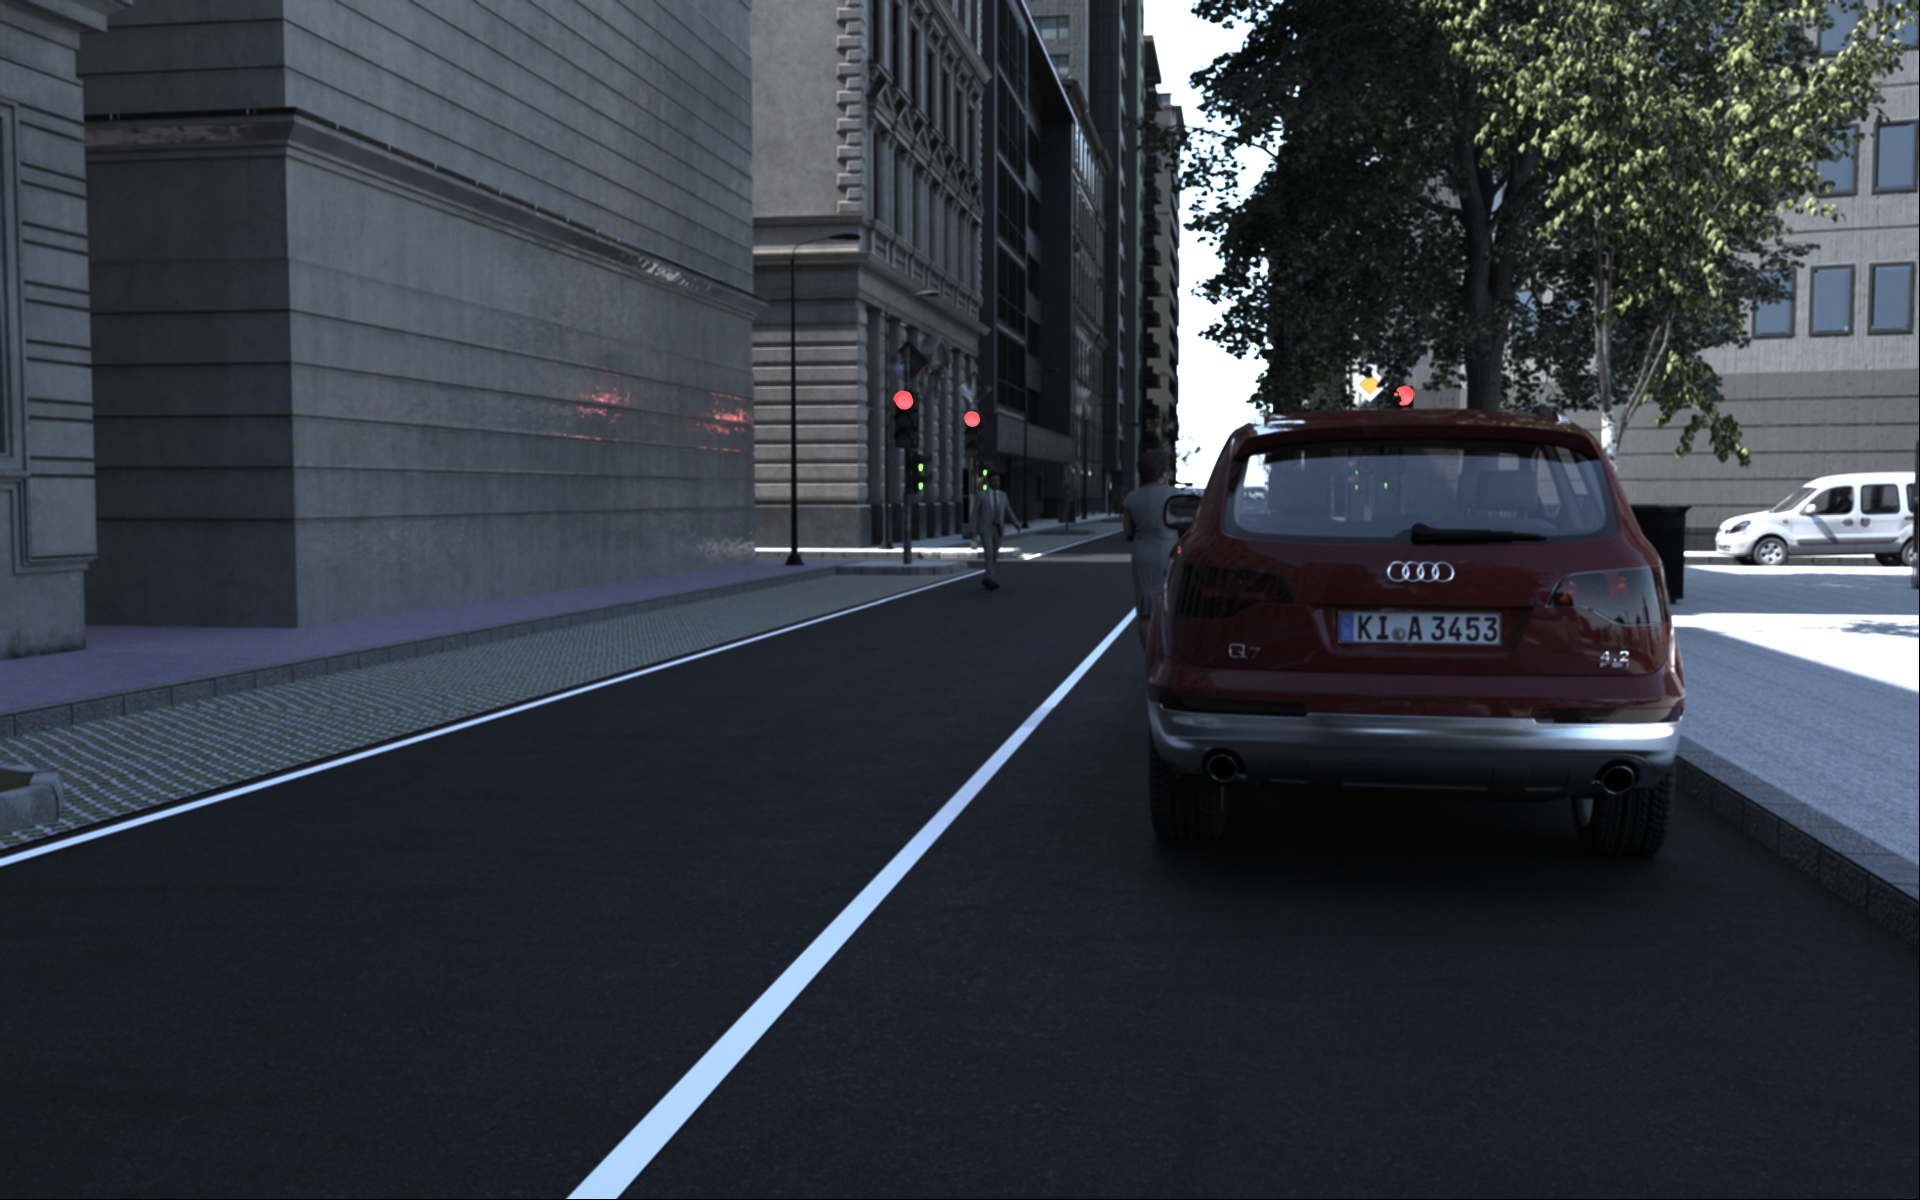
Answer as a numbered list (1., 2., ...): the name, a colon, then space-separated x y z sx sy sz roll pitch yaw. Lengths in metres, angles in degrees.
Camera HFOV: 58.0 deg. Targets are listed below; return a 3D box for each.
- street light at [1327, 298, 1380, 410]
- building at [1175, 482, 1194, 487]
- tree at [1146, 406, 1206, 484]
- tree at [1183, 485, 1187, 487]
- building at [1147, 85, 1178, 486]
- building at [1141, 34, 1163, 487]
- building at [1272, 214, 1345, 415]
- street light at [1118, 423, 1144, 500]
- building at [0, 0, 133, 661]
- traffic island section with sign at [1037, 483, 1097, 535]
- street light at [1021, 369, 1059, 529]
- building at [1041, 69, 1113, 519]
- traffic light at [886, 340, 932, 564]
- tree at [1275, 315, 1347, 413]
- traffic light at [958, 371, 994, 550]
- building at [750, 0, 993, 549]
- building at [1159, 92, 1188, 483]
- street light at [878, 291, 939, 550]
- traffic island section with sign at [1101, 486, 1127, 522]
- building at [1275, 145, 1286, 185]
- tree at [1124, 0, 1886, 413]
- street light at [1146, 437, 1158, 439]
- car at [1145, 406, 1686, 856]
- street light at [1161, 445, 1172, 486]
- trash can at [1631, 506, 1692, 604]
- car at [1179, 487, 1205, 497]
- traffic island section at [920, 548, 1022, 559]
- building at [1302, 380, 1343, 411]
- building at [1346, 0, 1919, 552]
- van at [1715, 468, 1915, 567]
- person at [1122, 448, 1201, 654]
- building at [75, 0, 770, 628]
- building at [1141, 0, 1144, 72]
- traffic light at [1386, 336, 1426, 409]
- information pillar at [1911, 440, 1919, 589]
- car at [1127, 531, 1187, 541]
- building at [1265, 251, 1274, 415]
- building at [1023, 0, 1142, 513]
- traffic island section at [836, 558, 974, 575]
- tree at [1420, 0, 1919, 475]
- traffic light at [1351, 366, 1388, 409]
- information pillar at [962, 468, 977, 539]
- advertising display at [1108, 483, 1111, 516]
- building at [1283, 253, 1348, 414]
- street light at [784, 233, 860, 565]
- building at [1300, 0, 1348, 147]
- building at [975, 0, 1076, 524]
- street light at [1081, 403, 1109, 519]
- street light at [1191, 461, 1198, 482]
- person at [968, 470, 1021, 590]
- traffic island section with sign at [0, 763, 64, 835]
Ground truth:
1. street light: 9.158 -4.144 40.288 1.470 5.913 1.316 1 4 9
2. building: 18.809 -34.726 259.647 32.217 40.220 23.993 1 4 9
3. tree: 21.782 -15.174 182.503 8.767 10.594 7.601 1 4 13
4. tree: 35.639 -16.975 272.139 1.663 3.219 1.824 0 3 0
5. building: 14.985 -35.784 208.769 21.300 48.544 21.600 1 4 9
6. building: 7.773 -31.227 165.189 22.147 44.769 28.867 1 4 9
7. building: 35.825 -23.691 159.046 14.160 30.474 14.107 1 4 9
8. street light: 11.337 -8.751 115.616 1.470 5.913 1.316 1 4 9
9. building: -13.670 -10.315 4.809 11.583 22.565 21.152 1 4 9
10. traffic island section with sign: 3.805 -3.207 61.063 1.989 1.847 2.006 1 4 9
11. street light: 2.965 -5.616 64.364 1.470 5.913 1.316 1 4 9
12. building: 1.844 -18.638 102.000 12.463 27.353 25.104 1 4 9
13. traffic light: -0.948 -2.617 31.703 0.839 4.253 0.868 1 4 9
14. tree: 14.892 -7.291 69.570 4.360 8.622 3.978 0 3 0
15. traffic light: 0.343 -3.099 39.583 0.839 4.253 0.868 1 4 9
16. building: -5.560 -13.508 49.739 11.050 23.489 19.941 1 4 9
17. building: 15.787 -39.418 233.721 28.713 52.752 27.495 1 4 9
18. street light: -1.173 -4.115 39.823 1.470 5.913 1.316 1 4 9
19. traffic island section with sign: 8.228 -4.856 88.028 1.989 1.847 2.006 1 4 9
20. building: 52.065 -36.910 227.178 21.300 48.544 21.600 1 4 9
21. tree: 7.091 -7.110 22.896 9.857 13.997 8.962 0 3 0
22. street light: 15.322 -10.272 140.480 1.470 5.913 1.316 1 4 9
23. car: 2.091 0.009 8.532 2.281 1.827 5.304 1 4 11
24. street light: 19.303 -11.731 164.340 1.470 5.913 1.316 1 4 9
25. trash can: 8.175 -0.531 20.330 0.748 1.137 0.748 0 3 0
26. car: 11.779 -4.872 88.326 2.281 1.827 5.304 1 4 9
27. traffic island section: 0.305 -1.067 39.724 2.009 0.180 2.903 1 4 9
28. building: 29.964 -47.508 89.423 22.319 86.520 31.000 1 4 9
29. building: 25.315 -30.770 45.081 28.212 58.520 21.231 1 4 9
30. van: 16.984 -1.637 33.769 4.112 2.044 2.013 1 4 10
31. person: 1.626 -0.274 13.342 0.716 1.782 0.532 1 4 21
32. building: -26.217 -15.319 26.875 44.131 29.872 17.030 1 4 9
33. building: 3.512 -31.584 140.102 21.300 48.544 21.600 1 4 9
34. traffic light: 7.701 -2.531 30.307 0.839 4.253 0.868 1 4 9
35. information pillar: 13.079 -1.156 23.390 0.304 2.012 0.304 1 4 17
36. car: 6.270 -2.617 54.582 2.131 1.459 4.920 1 4 9
37. building: 55.705 -36.550 252.220 22.147 44.769 28.867 1 4 9
38. building: 5.247 -26.792 121.641 14.154 41.232 14.086 1 4 9
39. traffic island section: -0.986 -0.585 31.844 2.009 0.180 2.903 1 4 9
40. tree: 6.123 -3.986 15.526 4.737 8.622 4.395 0 3 0
41. traffic light: 8.992 -3.013 38.188 0.839 4.253 0.868 1 4 9
42. information pillar: 0.272 -2.732 49.156 0.304 2.012 0.304 -3 5 -45
43. advertising display: 8.662 -5.815 100.289 0.123 1.923 0.974 0 4 8
44. building: 39.939 -17.851 136.900 27.650 21.520 28.899 1 4 9
45. street light: -2.459 -3.577 31.021 1.470 5.913 1.316 1 4 9
46. building: 42.461 -45.017 174.277 20.563 71.187 20.611 1 4 9
47. building: -3.479 -15.657 75.055 14.314 24.678 30.058 1 4 9
48. street light: 6.904 -7.091 88.481 1.470 5.913 1.316 1 4 9
49. street light: 32.550 -16.685 245.338 1.470 5.913 1.316 1 4 9
50. person: 0.485 -1.059 26.086 0.678 1.792 0.850 -2 4 -24
51. traffic island section with sign: -5.004 0.084 7.247 1.989 1.847 2.006 1 4 9
